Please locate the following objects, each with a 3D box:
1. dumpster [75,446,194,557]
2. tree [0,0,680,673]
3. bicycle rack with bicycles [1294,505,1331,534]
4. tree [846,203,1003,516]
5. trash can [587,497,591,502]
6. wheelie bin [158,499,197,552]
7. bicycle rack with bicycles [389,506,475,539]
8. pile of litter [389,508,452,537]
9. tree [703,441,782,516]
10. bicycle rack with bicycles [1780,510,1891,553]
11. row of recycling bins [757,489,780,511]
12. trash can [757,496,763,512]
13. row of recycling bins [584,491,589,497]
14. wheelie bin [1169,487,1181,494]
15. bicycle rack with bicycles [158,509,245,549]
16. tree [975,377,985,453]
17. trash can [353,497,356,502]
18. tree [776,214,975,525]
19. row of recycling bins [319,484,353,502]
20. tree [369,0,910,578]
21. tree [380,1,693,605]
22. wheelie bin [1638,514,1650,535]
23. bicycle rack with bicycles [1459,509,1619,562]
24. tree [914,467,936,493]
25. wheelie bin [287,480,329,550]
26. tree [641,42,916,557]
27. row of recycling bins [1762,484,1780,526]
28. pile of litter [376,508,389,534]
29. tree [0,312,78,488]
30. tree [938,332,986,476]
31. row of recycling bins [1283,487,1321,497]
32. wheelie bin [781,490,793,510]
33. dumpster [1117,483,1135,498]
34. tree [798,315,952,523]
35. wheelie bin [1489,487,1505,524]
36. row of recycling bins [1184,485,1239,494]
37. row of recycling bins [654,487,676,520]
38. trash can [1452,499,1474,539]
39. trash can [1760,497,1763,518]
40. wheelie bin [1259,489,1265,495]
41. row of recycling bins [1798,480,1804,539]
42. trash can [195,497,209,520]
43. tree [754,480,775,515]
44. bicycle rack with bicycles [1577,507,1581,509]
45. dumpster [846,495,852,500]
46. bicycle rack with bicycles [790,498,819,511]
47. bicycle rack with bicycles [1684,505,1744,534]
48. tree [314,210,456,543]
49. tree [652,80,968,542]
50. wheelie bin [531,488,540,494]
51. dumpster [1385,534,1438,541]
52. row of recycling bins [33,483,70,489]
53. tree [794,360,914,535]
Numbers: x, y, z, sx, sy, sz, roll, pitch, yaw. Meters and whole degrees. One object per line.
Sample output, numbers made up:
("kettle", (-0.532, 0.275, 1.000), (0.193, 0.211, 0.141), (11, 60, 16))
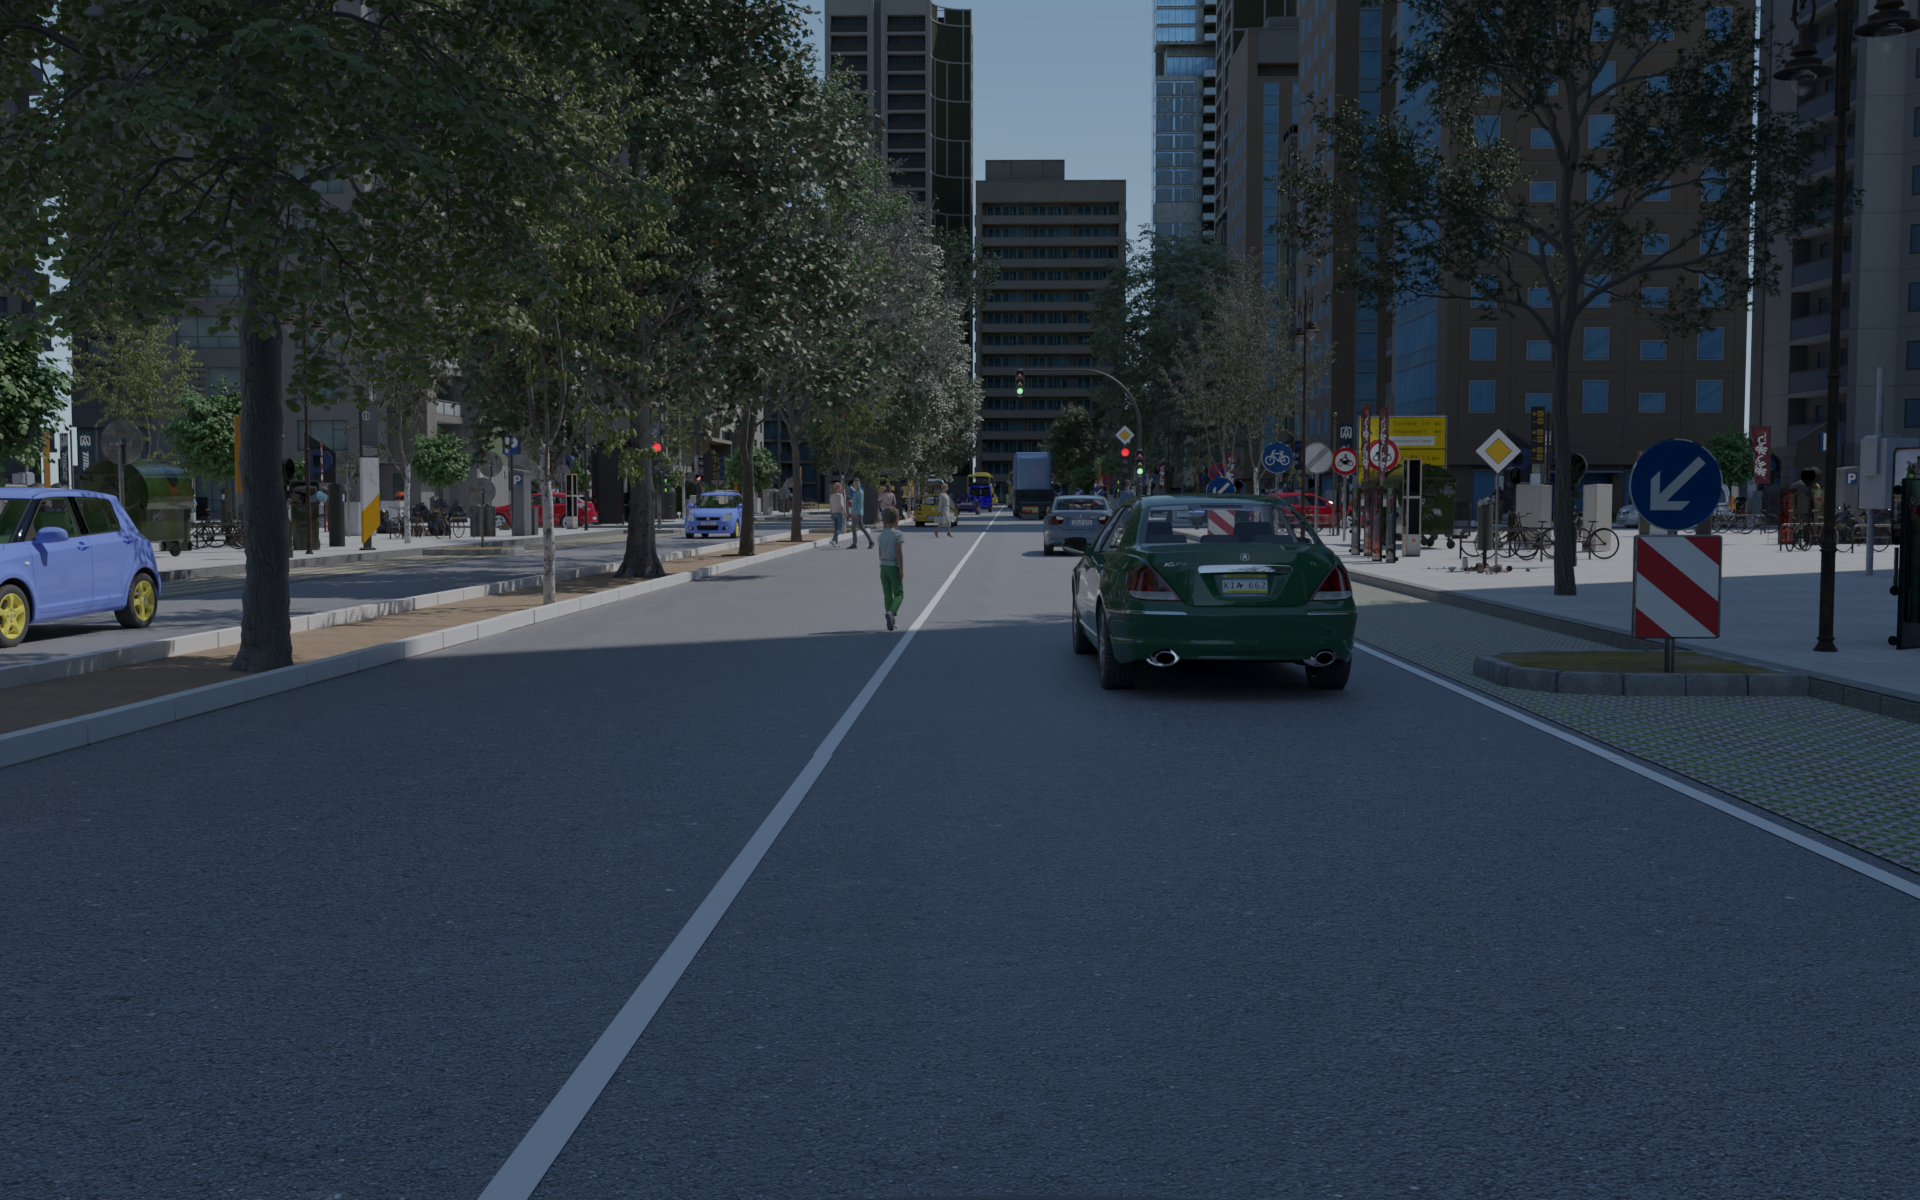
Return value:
("dumpster", (-16.493, -1.965, 34.616), (1.502, 2.255, 1.985), (0, 4, 2))
("tree", (-5.721, -5.719, 14.090), (7.486, 12.596, 7.792), (0, 3, 0))
("bicycle rack with bicycles", (10.687, -2.616, 56.161), (2.925, 0.926, 2.852), (0, 4, -4))
("tree", (-4.003, -15.555, 112.669), (12.611, 20.169, 13.585), (0, 3, 0))
("trash can", (-20.332, -4.953, 92.636), (0.748, 1.137, 0.748), (0, 3, 0))
("wheelie bin", (-17.688, -1.894, 38.872), (0.980, 1.594, 0.693), (-3, 4, -38))
("bicycle rack with bicycles", (-15.403, -2.236, 49.941), (2.852, 0.926, 2.925), (0, 4, 7))
("pile of litter", (-16.245, -2.375, 52.790), (1.176, 0.858, 1.719), (3, 5, 45))
("tree", (-12.122, -7.203, 101.478), (4.285, 4.588, 4.351), (0, 3, 0))
("bicycle rack with bicycles", (19.481, -1.547, 38.678), (2.925, 0.926, 2.852), (-2, 4, -26))
("row of recycling bins", (-14.391, -7.556, 130.661), (1.069, 1.692, 3.534), (1, 4, 12))
("trash can", (-13.969, -6.761, 122.202), (0.748, 1.137, 0.748), (0, 3, 0))
("row of recycling bins", (-32.433, -8.542, 146.772), (3.534, 1.692, 1.069), (1, 4, 19))
("wheelie bin", (9.936, -4.414, 80.084), (0.980, 1.594, 0.693), (0, 4, -6))
("bicycle rack with bicycles", (-17.373, -1.671, 40.697), (2.925, 0.926, 2.852), (-1, 4, -8))
("tree", (-2.603, -13.254, 125.822), (9.857, 13.997, 8.962), (0, 3, 0))
("trash can", (-28.069, -4.141, 79.366), (0.748, 1.137, 0.748), (0, 3, 0))
("tree", (-4.060, -10.229, 76.363), (9.857, 13.997, 8.962), (0, 3, 0))
("row of recycling bins", (-27.414, -4.031, 73.014), (3.534, 1.692, 1.069), (-2, 4, -31))
("tree", (-5.469, -6.731, 29.520), (9.611, 12.733, 9.660), (0, 3, 0))
("tree", (-5.249, -4.218, 21.790), (4.737, 8.622, 4.395), (0, 3, 0))
("wheelie bin", (20.775, -2.711, 52.239), (0.693, 1.594, 0.980), (2, 4, 30))
("bicycle rack with bicycles", (11.096, -1.274, 34.209), (2.852, 0.926, 2.925), (-3, 5, -40))
("tree", (-3.049, -9.261, 104.231), (4.737, 8.622, 4.395), (0, 3, 0))
("wheelie bin", (-14.960, -1.941, 39.637), (0.980, 1.594, 0.693), (-1, 4, -23))
("tree", (-4.801, -6.800, 39.388), (9.928, 11.665, 9.643), (0, 3, 0))
("row of recycling bins", (34.258, -3.910, 71.037), (3.534, 1.692, 1.069), (-2, 4, -31))
("pile of litter", (-18.650, -2.582, 56.186), (1.719, 0.858, 1.176), (2, 4, 25))
("tree", (-15.281, -2.617, 26.499), (4.285, 4.588, 4.351), (0, 3, 0))
("tree", (-3.412, -10.728, 94.864), (9.611, 12.733, 9.660), (0, 3, 0))
("row of recycling bins", (20.273, -6.023, 105.581), (3.534, 1.692, 1.069), (2, 4, 27))
("wheelie bin", (-13.653, -7.875, 136.666), (0.980, 1.594, 0.693), (-1, 4, -19))
("dumpster", (12.023, -7.427, 123.926), (1.502, 2.255, 1.985), (0, 4, 2))
("tree", (-4.257, -10.066, 85.171), (7.486, 12.596, 7.792), (0, 3, 0))
("wheelie bin", (22.868, -4.012, 73.497), (0.693, 1.594, 0.980), (2, 4, 32))
("row of recycling bins", (12.588, -4.860, 86.568), (3.534, 1.692, 1.069), (-3, 4, -37))
("row of recycling bins", (-14.978, -4.949, 88.028), (1.069, 1.692, 3.534), (-1, 4, -15))
("trash can", (14.399, -2.337, 49.859), (0.748, 1.137, 0.748), (0, 3, 0))
("trash can", (35.040, -3.874, 74.994), (0.748, 1.137, 0.748), (0, 3, 0))
("wheelie bin", (20.393, -6.555, 115.081), (0.693, 1.594, 0.980), (-3, 4, -37))
("row of recycling bins", (25.645, -2.604, 49.691), (3.534, 1.692, 1.069), (1, 4, 11))
("trash can", (-37.253, -4.487, 85.023), (0.748, 1.137, 0.748), (0, 3, 0))
("tree", (-12.687, -7.004, 109.124), (1.663, 3.219, 1.824), (0, 3, 0))
("bicycle rack with bicycles", (17.418, -2.239, 49.991), (2.852, 0.926, 2.925), (2, 4, 35))
("dumpster", (-8.764, -7.800, 135.751), (1.865, 1.857, 1.264), (0, 4, 3))
("bicycle rack with bicycles", (-13.048, -7.973, 143.739), (2.925, 0.926, 2.852), (-2, 4, -28))
("bicycle rack with bicycles", (24.830, -2.605, 55.972), (2.925, 0.926, 2.852), (2, 4, 30))
("tree", (-14.503, -5.789, 45.018), (4.360, 8.622, 3.978), (0, 3, 0))
("tree", (-4.850, -8.455, 51.062), (12.009, 13.543, 11.850), (0, 3, 0))
("wheelie bin", (-20.884, -4.695, 84.676), (0.693, 1.594, 0.980), (-2, 4, -27))
("dumpster", (12.566, -2.813, 48.481), (1.502, 2.255, 1.985), (0, 4, 2))
("row of recycling bins", (-34.286, -3.478, 63.982), (3.534, 1.692, 1.069), (1, 4, 22))
("tree", (-4.031, -6.563, 60.131), (4.737, 8.622, 4.395), (0, 3, 0))
